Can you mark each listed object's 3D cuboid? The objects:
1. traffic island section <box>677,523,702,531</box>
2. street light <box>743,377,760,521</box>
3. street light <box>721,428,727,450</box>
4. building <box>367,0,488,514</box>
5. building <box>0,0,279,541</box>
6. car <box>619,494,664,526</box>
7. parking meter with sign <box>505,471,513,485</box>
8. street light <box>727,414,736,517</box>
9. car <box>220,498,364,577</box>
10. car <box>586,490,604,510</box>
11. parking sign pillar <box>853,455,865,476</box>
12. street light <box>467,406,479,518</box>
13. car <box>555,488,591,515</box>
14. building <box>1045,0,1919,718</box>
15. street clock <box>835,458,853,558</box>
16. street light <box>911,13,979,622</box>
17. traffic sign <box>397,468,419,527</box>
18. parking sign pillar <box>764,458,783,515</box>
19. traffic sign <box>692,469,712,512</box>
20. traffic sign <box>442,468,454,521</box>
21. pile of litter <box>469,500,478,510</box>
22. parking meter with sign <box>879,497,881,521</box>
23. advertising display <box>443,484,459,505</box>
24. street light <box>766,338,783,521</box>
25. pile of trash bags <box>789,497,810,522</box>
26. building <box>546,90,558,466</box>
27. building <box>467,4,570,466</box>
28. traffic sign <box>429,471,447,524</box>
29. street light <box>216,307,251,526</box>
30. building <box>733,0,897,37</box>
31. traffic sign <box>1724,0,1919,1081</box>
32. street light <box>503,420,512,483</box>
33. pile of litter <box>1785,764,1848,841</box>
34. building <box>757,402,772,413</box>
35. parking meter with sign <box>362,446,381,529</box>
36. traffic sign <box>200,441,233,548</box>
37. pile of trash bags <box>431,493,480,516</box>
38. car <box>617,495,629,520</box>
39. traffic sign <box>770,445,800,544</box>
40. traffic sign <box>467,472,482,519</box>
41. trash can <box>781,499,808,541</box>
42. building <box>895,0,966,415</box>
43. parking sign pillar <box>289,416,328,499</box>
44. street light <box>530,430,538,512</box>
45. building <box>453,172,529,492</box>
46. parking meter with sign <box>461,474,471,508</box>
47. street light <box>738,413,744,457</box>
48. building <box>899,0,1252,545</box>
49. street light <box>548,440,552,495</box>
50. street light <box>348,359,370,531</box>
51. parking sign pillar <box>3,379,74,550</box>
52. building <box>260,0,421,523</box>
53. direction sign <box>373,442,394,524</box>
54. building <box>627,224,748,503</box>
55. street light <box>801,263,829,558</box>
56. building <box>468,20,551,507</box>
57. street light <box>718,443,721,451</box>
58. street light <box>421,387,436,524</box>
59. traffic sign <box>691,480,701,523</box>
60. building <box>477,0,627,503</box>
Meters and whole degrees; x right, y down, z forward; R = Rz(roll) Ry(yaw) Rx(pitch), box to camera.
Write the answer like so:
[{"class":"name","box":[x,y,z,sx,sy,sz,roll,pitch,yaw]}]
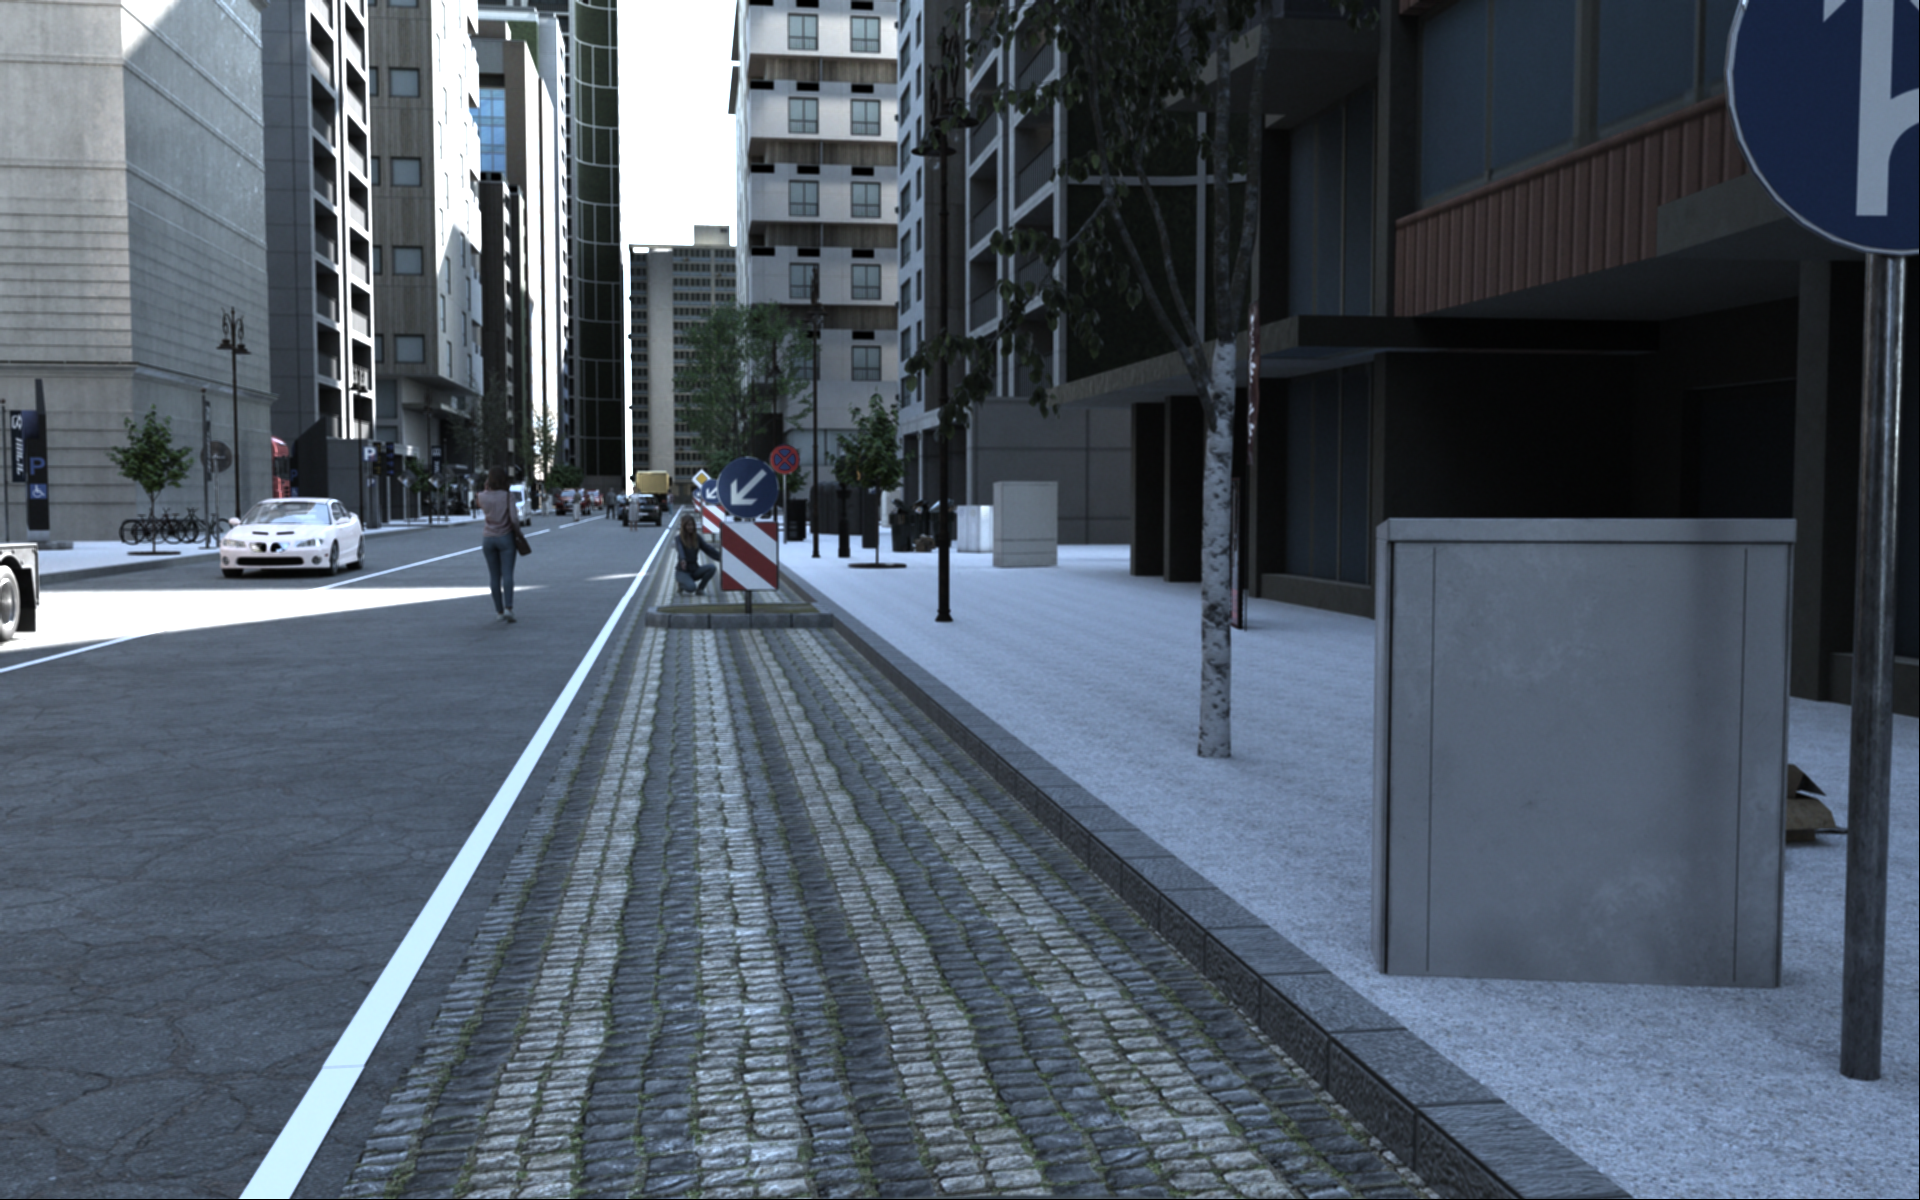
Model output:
[{"class":"traffic island section","box":[-10.183,-2.831,68.571,2.009,0.180,2.903,-1,4,-9]},{"class":"street light","box":[-8.162,-5.848,68.404,0.468,5.910,1.993,-1,4,-9]},{"class":"street light","box":[-15.547,-8.739,115.664,0.468,5.910,1.993,-1,4,-9]},{"class":"building","box":[-47.544,-32.277,116.973,28.713,52.752,27.495,-1,4,-9]},{"class":"building","box":[-44.908,-16.792,50.969,44.131,29.872,17.030,-1,4,-9]},{"class":"car","box":[-14.345,-4.178,78.104,2.009,1.686,4.222,-1,4,-10]},{"class":"parking meter with sign","box":[-33.465,-8.108,128.827,0.543,3.016,1.738,1,4,16]},{"class":"street light","box":[-12.873,-7.709,98.823,0.468,5.910,1.993,-1,4,-9]},{"class":"car","box":[-12.085,-1.174,31.555,2.083,1.381,4.827,-1,4,-10]},{"class":"car","box":[-33.222,-9.003,155.879,2.281,1.827,5.304,-1,4,-10]},{"class":"parking sign pillar","box":[-6.169,-7.296,107.763,1.447,3.967,1.447,2,4,25]},{"class":"street light","box":[-25.699,-7.261,91.505,0.468,5.910,1.993,-1,4,-9]},{"class":"car","box":[-26.264,-6.670,117.735,2.281,1.827,5.304,0,4,-7]},{"class":"building","box":[14.132,-22.050,15.150,22.147,44.769,28.867,-1,4,-9]},{"class":"street clock","box":[-2.346,-1.864,35.048,0.358,2.002,0.471,1,4,14]},{"class":"street light","box":[-0.161,-2.722,17.297,0.468,5.910,1.993,-1,4,-9]},{"class":"traffic sign","box":[-21.269,-3.862,66.789,0.795,2.450,0.064,-1,4,-9]},{"class":"parking sign pillar","box":[-11.386,-7.095,104.476,1.447,3.967,1.447,-1,4,-18]},{"class":"traffic sign","box":[-10.205,-3.966,68.490,0.795,2.450,0.064,-1,4,-9]},{"class":"traffic sign","box":[-24.771,-5.102,83.530,0.768,2.556,0.104,0,4,-4]},{"class":"pile of litter","box":[-40.021,-7.803,141.537,1.176,0.858,1.719,3,5,42]},{"class":"parking meter with sign","box":[-4.109,-5.211,81.460,1.738,3.016,0.543,-3,5,-41]},{"class":"advertising display","box":[-31.420,-6.219,106.888,0.974,1.923,0.123,0,4,3]},{"class":"street light","box":[-5.490,-4.806,51.359,0.468,5.910,1.993,-1,4,-9]},{"class":"pile of trash bags","box":[-6.719,-4.324,80.447,1.912,1.369,3.447,-2,4,-33]},{"class":"building","box":[-50.141,-32.544,182.207,14.600,45.320,14.200,-1,4,-9]},{"class":"building","box":[-61.681,-40.697,207.390,28.212,58.520,21.231,-1,4,-9]},{"class":"traffic sign","box":[-22.502,-4.345,74.679,0.795,2.450,0.064,-1,4,-9]},{"class":"street light","box":[-17.923,-4.286,42.863,0.468,5.910,1.993,-1,4,-9]},{"class":"building","box":[-9.448,-36.384,184.123,28.713,52.752,27.495,-1,4,-9]},{"class":"traffic sign","box":[1.989,-0.223,3.747,0.768,2.556,0.104,0,4,-2]},{"class":"street light","box":[-28.198,-8.274,108.068,0.468,5.910,1.993,-1,4,-9]},{"class":"pile of litter","box":[2.674,0.460,6.441,1.719,0.858,1.176,-1,4,-10]},{"class":"building","box":[-12.157,-23.943,163.167,14.160,30.474,14.107,-1,4,-9]},{"class":"parking meter with sign","box":[-21.710,-4.145,64.027,0.543,3.016,1.738,-1,4,-13]},{"class":"traffic sign","box":[-17.794,-2.529,41.462,0.768,2.556,0.104,0,4,-1]},{"class":"pile of trash bags","box":[-29.976,-5.742,103.642,1.912,1.369,3.447,3,5,44]},{"class":"car","box":[-18.263,-5.208,97.146,2.014,1.417,4.499,-1,4,-8]},{"class":"traffic sign","box":[-4.522,-2.730,44.734,0.768,2.556,0.104,0,4,-8]},{"class":"traffic sign","box":[-25.030,-5.392,89.337,0.795,2.450,0.064,0,4,-4]},{"class":"trash can","box":[-4.517,-2.185,47.382,0.748,1.137,0.748,0,3,0]},{"class":"building","box":[4.391,-19.470,90.034,14.107,30.474,14.160,-1,4,-9]},{"class":"parking sign pillar","box":[-22.384,-4.345,59.512,1.447,3.967,1.447,2,4,26]},{"class":"street light","box":[-30.818,-9.328,125.295,0.468,5.910,1.993,-1,4,-9]},{"class":"building","box":[-46.424,-23.389,154.104,14.160,30.474,14.107,-1,4,-9]},{"class":"parking meter with sign","box":[-38.748,-8.523,135.613,0.543,3.016,1.738,-2,4,-27]},{"class":"street light","box":[-10.139,-6.642,81.378,0.468,5.910,1.993,-1,4,-9]},{"class":"building","box":[9.671,-37.257,47.408,20.563,71.187,20.611,-1,4,-9]},{"class":"street light","box":[-33.565,-10.353,142.058,0.468,5.910,1.993,-1,4,-9]},{"class":"street light","box":[-20.666,-5.314,59.666,0.468,5.910,1.993,-1,4,-9]},{"class":"parking sign pillar","box":[-21.318,-3.149,39.957,1.447,3.967,1.447,-2,4,-30]},{"class":"building","box":[-37.874,-39.453,83.307,20.563,71.187,20.611,-1,4,-9]},{"class":"direction sign","box":[-25.103,-5.107,75.499,0.876,3.537,0.379,-1,4,-9]},{"class":"building","box":[-36.032,-34.269,252.182,23.993,40.220,32.217,-1,4,-9]},{"class":"street light","box":[-2.915,-3.797,34.868,0.468,5.910,1.993,-1,4,-9]},{"class":"building","box":[-48.276,-31.670,167.915,14.600,45.320,14.200,-1,4,-9]},{"class":"street light","box":[-18.156,-9.785,132.773,0.468,5.910,1.993,-1,4,-9]},{"class":"street light","box":[-22.919,-6.239,74.788,0.468,5.910,1.993,-1,4,-9]},{"class":"traffic sign","box":[-11.438,-4.449,76.380,0.795,2.450,0.064,-1,4,-9]},{"class":"building","box":[-57.850,-49.202,242.711,20.611,71.187,20.563,-1,4,-9]}]
